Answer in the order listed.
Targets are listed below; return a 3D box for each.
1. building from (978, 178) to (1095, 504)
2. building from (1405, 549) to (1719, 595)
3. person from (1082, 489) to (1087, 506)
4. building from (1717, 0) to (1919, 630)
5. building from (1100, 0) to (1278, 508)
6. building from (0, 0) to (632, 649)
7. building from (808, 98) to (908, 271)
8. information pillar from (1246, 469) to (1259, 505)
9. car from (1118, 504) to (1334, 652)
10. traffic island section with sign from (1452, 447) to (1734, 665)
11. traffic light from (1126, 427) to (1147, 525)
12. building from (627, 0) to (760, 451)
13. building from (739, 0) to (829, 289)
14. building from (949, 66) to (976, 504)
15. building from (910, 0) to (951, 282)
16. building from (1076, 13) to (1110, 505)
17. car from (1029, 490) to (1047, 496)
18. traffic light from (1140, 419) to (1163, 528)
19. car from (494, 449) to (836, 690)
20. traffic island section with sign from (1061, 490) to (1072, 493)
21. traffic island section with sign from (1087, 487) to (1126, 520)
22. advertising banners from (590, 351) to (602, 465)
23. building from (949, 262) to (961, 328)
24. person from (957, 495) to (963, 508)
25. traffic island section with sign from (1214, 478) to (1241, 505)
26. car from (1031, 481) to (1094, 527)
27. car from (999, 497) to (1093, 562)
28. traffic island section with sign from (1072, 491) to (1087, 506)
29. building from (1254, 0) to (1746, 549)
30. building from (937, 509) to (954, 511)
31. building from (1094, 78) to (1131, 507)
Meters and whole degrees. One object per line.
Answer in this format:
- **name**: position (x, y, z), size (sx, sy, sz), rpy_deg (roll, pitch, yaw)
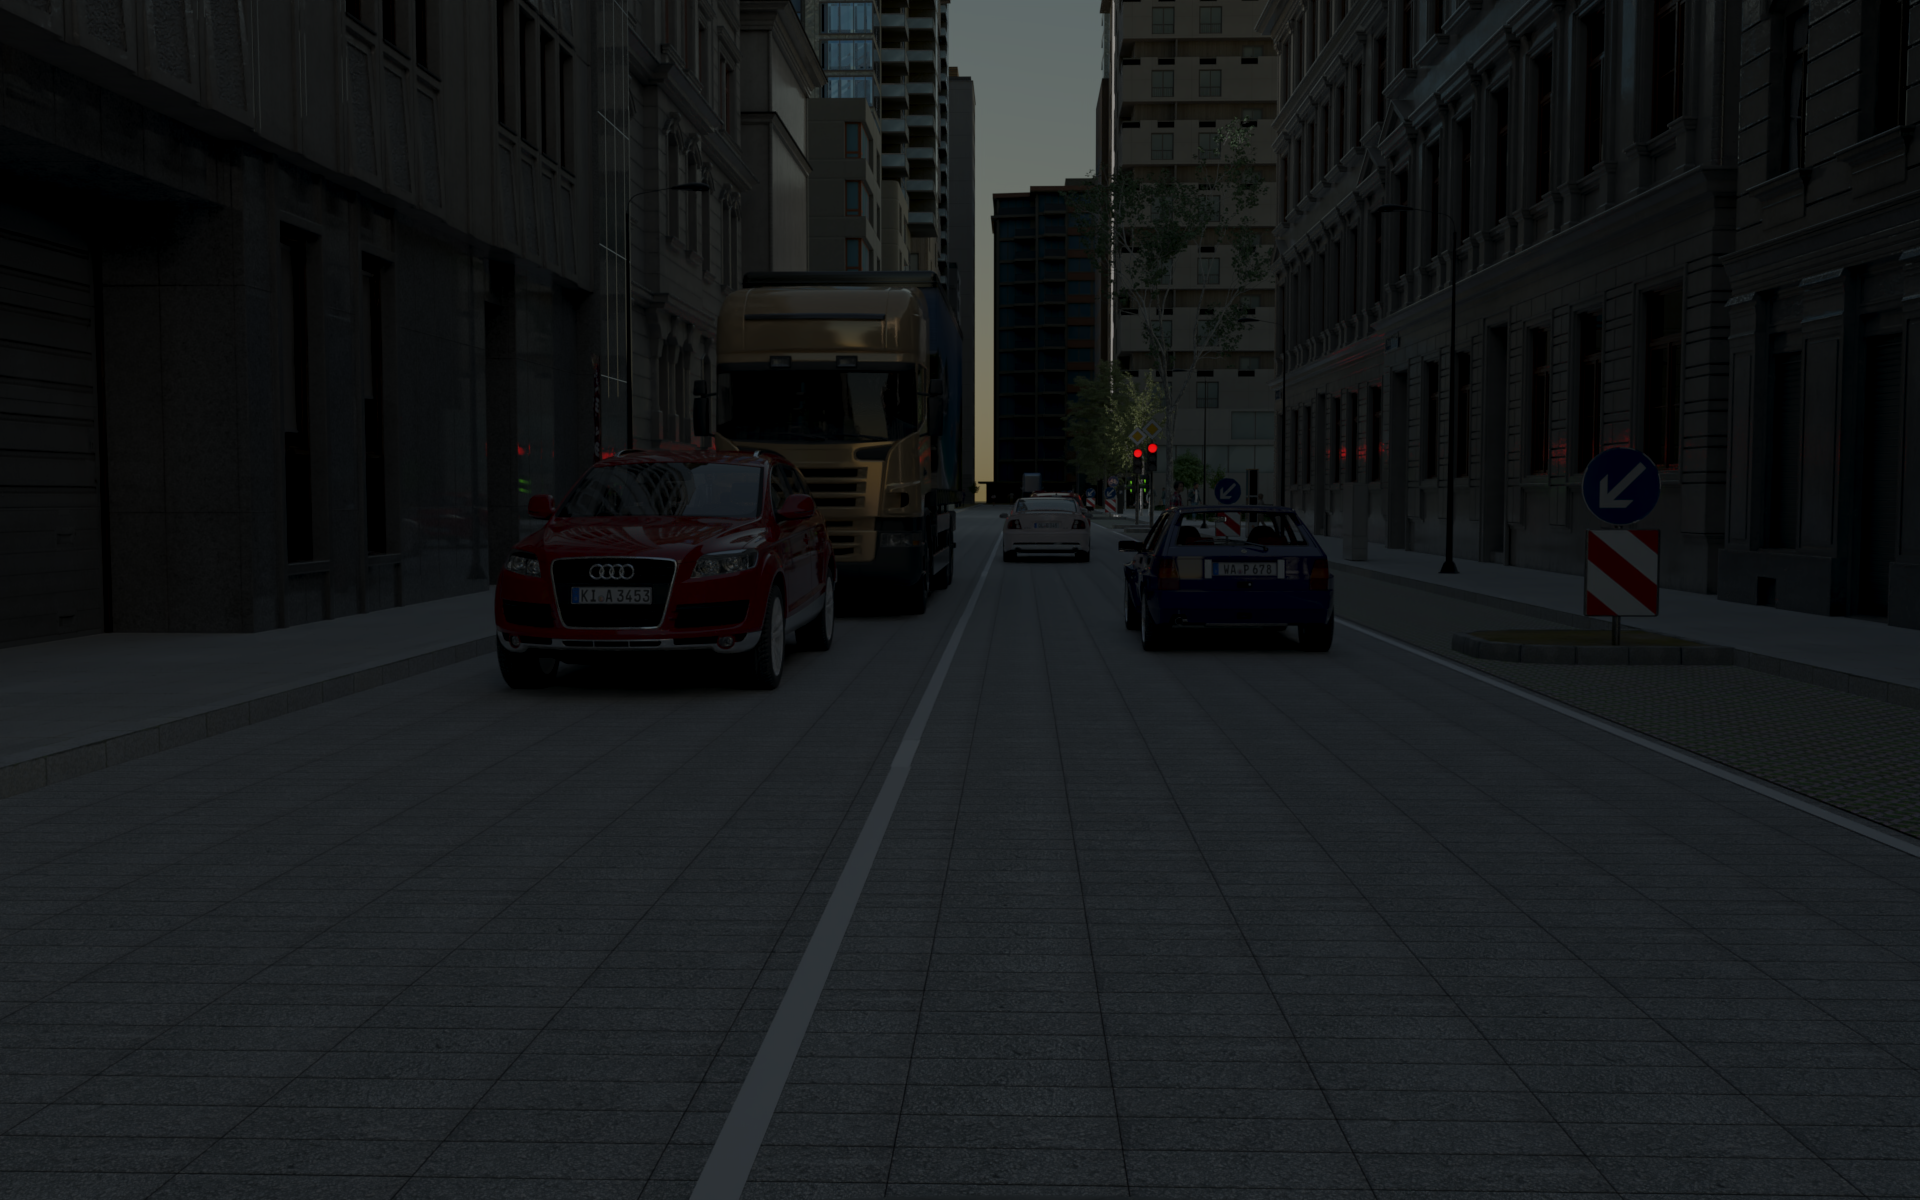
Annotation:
- **building**: position (17.199, -35.970, 242.741), size (28.867, 44.769, 22.147), rpy_deg (0, 4, 2)
- **building**: position (14.791, -11.912, 30.912), size (11.583, 22.565, 21.152), rpy_deg (0, 4, 2)
- **person**: position (13.364, -10.966, 185.348), size (0.705, 1.822, 1.348), rpy_deg (2, 4, 30)
- **building**: position (13.566, -9.918, 11.318), size (9.793, 20.994, 18.267), rpy_deg (0, 4, 2)
- **building**: position (27.953, -35.024, 161.874), size (28.713, 52.752, 27.495), rpy_deg (0, 4, 2)
- **building**: position (-11.984, -12.323, 19.506), size (12.078, 24.808, 19.932), rpy_deg (0, 4, 2)
- **building**: position (-17.432, -15.027, 90.724), size (27.650, 21.520, 28.899), rpy_deg (0, 4, 2)
- **information pillar**: position (8.517, -2.815, 50.522), size (0.304, 2.012, 0.304), rpy_deg (0, 4, -6)
- **car**: position (2.567, -0.278, 17.123), size (1.945, 1.354, 3.894), rpy_deg (0, 4, 2)
- **traffic island section with sign**: position (5.483, -0.411, 15.355), size (1.989, 1.847, 2.006), rpy_deg (0, 4, 2)
- **traffic light**: position (7.404, -5.114, 72.533), size (0.839, 4.253, 0.868), rpy_deg (0, 4, 2)
- **building**: position (-13.104, -15.531, 41.319), size (14.401, 28.519, 23.554), rpy_deg (0, 4, 2)
- **building**: position (-14.599, -11.856, 58.465), size (19.286, 19.102, 10.561), rpy_deg (0, 4, 2)
- **building**: position (-11.974, -42.849, 242.577), size (28.212, 58.520, 21.231), rpy_deg (0, 4, 2)
- **building**: position (-15.664, -34.998, 161.462), size (28.713, 52.752, 27.495), rpy_deg (0, 4, 2)
- **building**: position (25.582, -54.549, 204.542), size (22.319, 86.520, 31.000), rpy_deg (0, 4, 2)
- **car**: position (8.445, -10.678, 183.262), size (2.281, 1.827, 5.304), rpy_deg (0, 4, 3)
- **traffic light**: position (7.130, -4.626, 64.553), size (0.839, 4.253, 0.868), rpy_deg (0, 4, 2)
- **car**: position (-2.258, -0.350, 14.402), size (2.281, 1.827, 5.304), rpy_deg (0, 4, 3)
- **traffic island section with sign**: position (11.897, -11.843, 202.257), size (1.989, 1.847, 2.006), rpy_deg (0, 4, 2)
- **traffic island section with sign**: position (8.290, -5.419, 97.233), size (1.989, 1.847, 2.006), rpy_deg (0, 4, 2)
- **advertising banners**: position (-4.518, -1.598, 22.315), size (0.090, 3.025, 2.074), rpy_deg (0, 4, 0)
- **building**: position (-6.937, -27.214, 216.652), size (14.107, 30.474, 14.160), rpy_deg (0, 4, 2)
- **person**: position (-0.194, -9.672, 164.892), size (1.217, 1.736, 0.721), rpy_deg (-2, 4, -35)
- **traffic island section with sign**: position (6.430, -2.096, 42.892), size (1.989, 1.847, 2.006), rpy_deg (0, 4, 2)
- **car**: position (2.554, -2.295, 46.571), size (2.155, 1.783, 4.494), rpy_deg (0, 4, 2)
- **car**: position (1.886, -1.561, 37.892), size (2.083, 1.381, 4.827), rpy_deg (0, 4, 3)
- **traffic island section with sign**: position (9.228, -7.070, 124.219), size (1.989, 1.847, 2.006), rpy_deg (0, 4, 2)
- **building**: position (16.084, -13.226, 52.408), size (11.583, 22.565, 21.152), rpy_deg (0, 4, 2)
- **building**: position (-11.396, -49.997, 130.117), size (22.319, 86.520, 31.000), rpy_deg (0, 4, 2)
- **building**: position (21.508, -32.615, 183.368), size (14.600, 45.320, 14.200), rpy_deg (0, 4, 2)
